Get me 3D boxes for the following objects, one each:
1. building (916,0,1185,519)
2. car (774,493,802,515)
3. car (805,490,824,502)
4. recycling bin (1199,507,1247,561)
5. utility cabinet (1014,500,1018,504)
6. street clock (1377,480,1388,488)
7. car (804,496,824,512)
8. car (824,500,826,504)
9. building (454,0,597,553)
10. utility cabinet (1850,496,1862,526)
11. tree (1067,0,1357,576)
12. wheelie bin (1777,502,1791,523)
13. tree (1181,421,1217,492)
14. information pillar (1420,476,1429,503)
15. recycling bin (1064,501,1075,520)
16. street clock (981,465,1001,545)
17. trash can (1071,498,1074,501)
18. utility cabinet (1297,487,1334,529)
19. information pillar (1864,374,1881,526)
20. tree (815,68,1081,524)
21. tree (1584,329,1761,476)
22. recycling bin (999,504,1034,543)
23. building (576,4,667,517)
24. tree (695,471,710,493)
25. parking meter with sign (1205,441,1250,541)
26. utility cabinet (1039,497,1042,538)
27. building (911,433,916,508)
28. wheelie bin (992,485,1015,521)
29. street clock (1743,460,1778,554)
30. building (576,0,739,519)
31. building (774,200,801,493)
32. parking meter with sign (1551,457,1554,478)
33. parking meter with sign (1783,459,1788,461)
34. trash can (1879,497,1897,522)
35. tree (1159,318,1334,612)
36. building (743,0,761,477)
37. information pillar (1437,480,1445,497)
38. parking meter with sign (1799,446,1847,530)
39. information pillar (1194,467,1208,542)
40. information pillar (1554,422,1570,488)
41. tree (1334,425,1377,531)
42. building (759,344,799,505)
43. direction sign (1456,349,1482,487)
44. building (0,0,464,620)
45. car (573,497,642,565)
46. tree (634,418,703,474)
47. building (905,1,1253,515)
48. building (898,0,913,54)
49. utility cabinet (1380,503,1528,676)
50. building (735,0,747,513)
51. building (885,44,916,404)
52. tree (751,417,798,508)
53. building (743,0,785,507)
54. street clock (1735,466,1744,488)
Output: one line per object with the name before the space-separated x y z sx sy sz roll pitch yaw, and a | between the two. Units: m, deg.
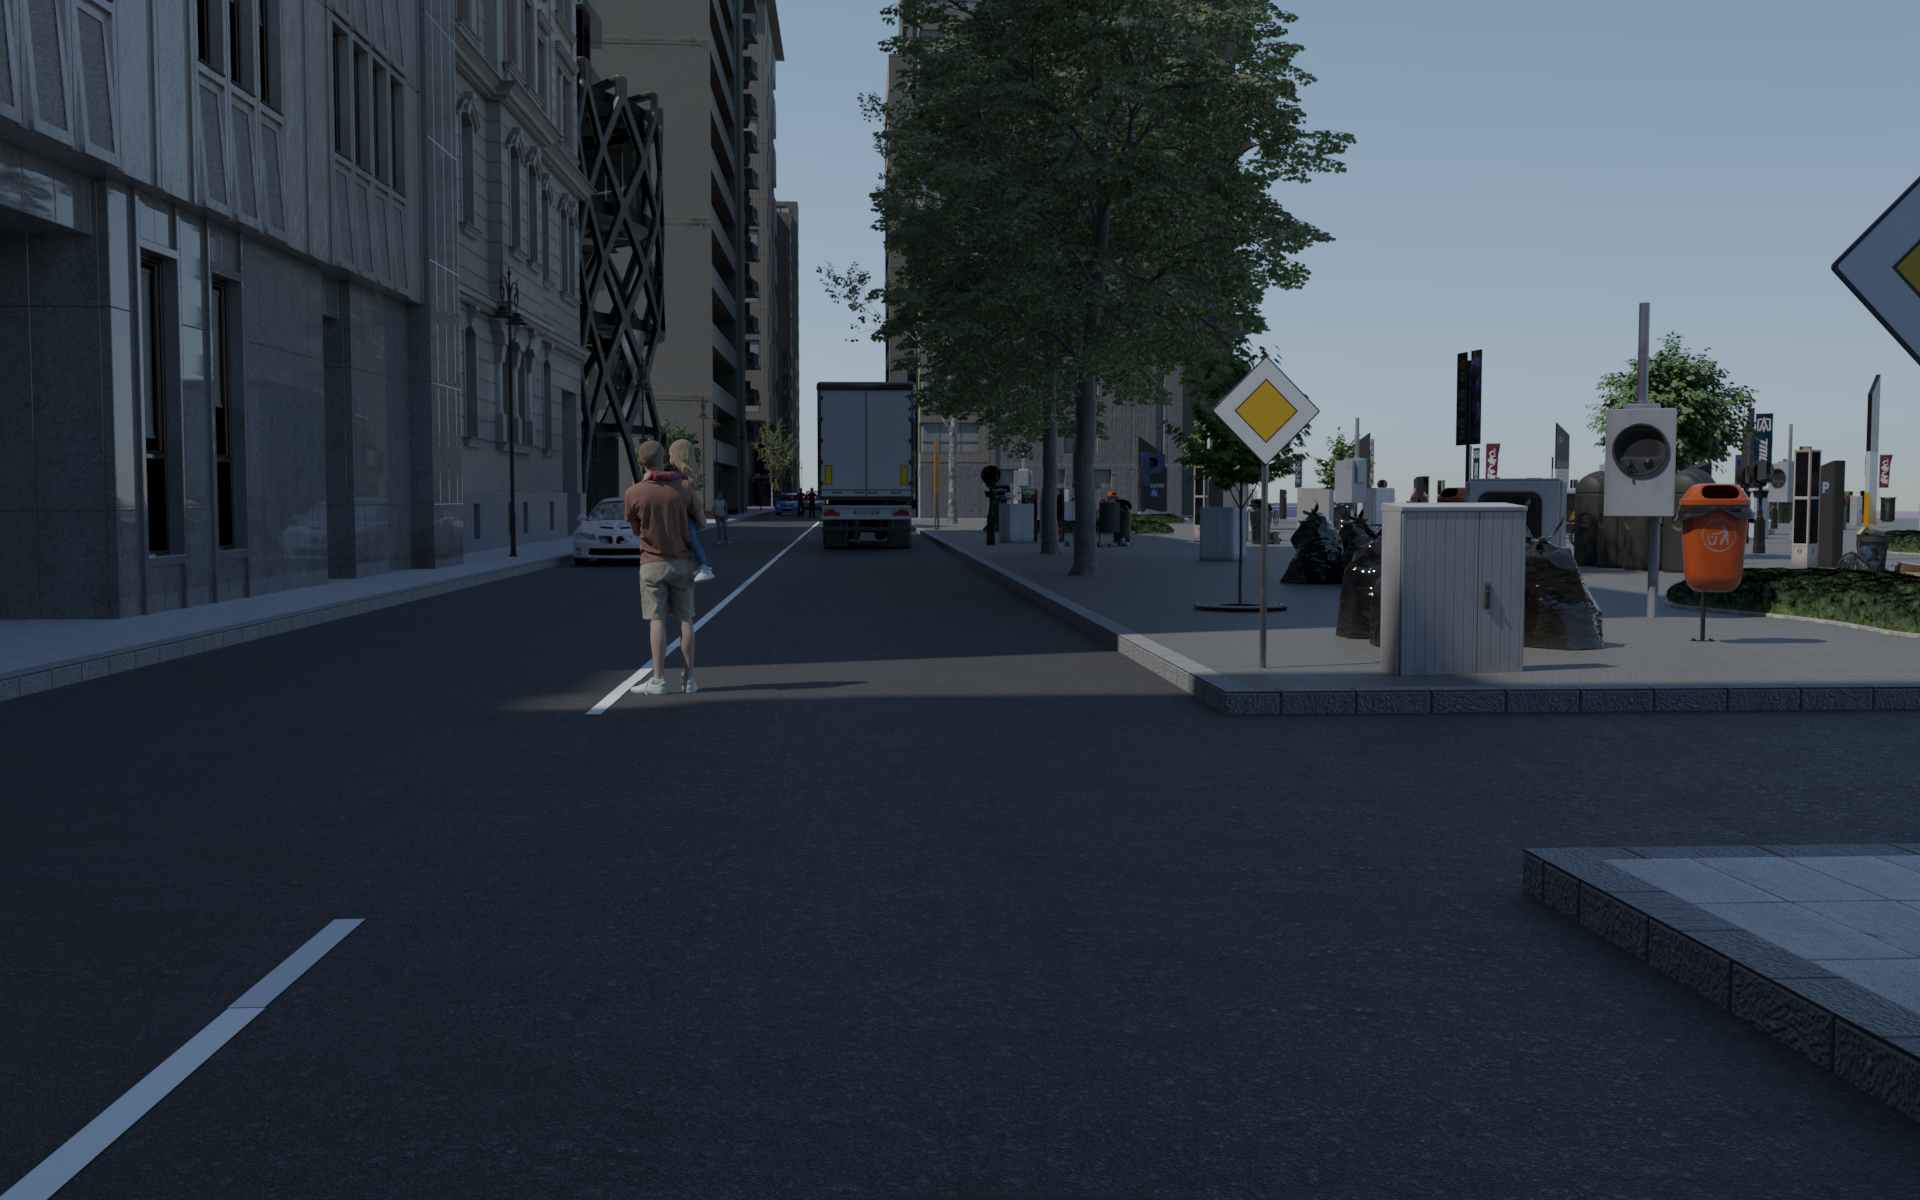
building | 4.487 -25.270 96.752 14.154 41.232 14.086 0 4 -4
car | -11.661 -6.629 117.970 1.945 1.707 3.694 0 4 -2
car | -14.636 -10.067 173.272 2.281 1.827 5.304 0 4 -5
recycling bin | 5.107 -1.288 33.620 0.722 1.027 0.722 2 4 30
utility cabinet | 2.970 -4.547 83.018 0.318 1.500 1.173 2 4 28
street clock | 21.197 -5.040 86.972 0.471 2.002 0.358 -1 4 -18
car | -11.701 -7.672 137.437 2.014 1.417 4.499 0 4 -6
car | -15.031 -10.466 183.127 2.014 1.417 4.499 0 4 -4
building | -17.290 -15.591 42.296 14.401 28.519 23.554 0 4 -4
utility cabinet | 36.734 -3.659 70.992 0.306 1.237 1.020 3 4 36
tree | 2.385 -6.667 27.126 7.486 12.596 7.792 0 3 0
wheelie bin | 36.359 -4.179 76.240 0.980 1.594 0.693 1 4 20
tree | 9.660 -4.823 62.574 4.285 4.588 4.351 0 3 0
information pillar | 18.796 -4.011 70.068 0.304 2.012 0.304 0 4 2
recycling bin | 3.752 -2.920 60.299 0.722 1.027 0.722 -1 4 -13
street clock | 0.773 -2.383 43.526 0.471 2.002 0.358 -1 4 -11
trash can | 4.593 -3.330 66.093 0.748 1.137 0.748 0 3 0
utility cabinet | 11.385 -2.865 55.522 1.173 1.500 0.318 3 5 42
information pillar | 17.777 -2.594 33.760 0.183 3.616 0.504 3 5 44
tree | 0.130 -13.453 75.846 12.611 20.169 13.585 0 3 0
tree | 14.042 -3.106 34.502 4.285 4.588 4.351 0 3 0
recycling bin | 1.487 -2.031 45.758 0.722 1.027 0.722 -1 4 -22
building | -19.354 -11.939 62.650 16.820 18.784 16.811 0 4 -4
tree | -13.227 -5.585 85.913 1.663 3.219 1.824 0 3 0
parking meter with sign | 7.554 -3.118 47.238 1.738 3.016 0.543 1 4 15
utility cabinet | 2.650 -2.405 50.486 0.306 1.237 1.020 2 4 27
building | 5.439 -51.039 147.154 22.319 86.520 31.000 0 4 -4
wheelie bin | 1.455 -3.220 60.554 0.980 1.594 0.693 1 4 18
street clock | 17.234 -2.002 37.298 0.471 2.002 0.358 0 4 -3
building | -23.933 -28.941 96.889 21.300 48.544 21.600 0 4 -4
building | -29.018 -33.712 234.790 14.154 41.232 14.086 0 4 -4
parking meter with sign | 27.005 -5.218 81.574 1.738 3.016 0.543 1 4 17
parking meter with sign | 41.516 -5.457 85.478 0.543 3.016 1.738 -2 4 -26
trash can | 42.807 -4.175 79.910 0.748 1.137 0.748 0 3 0
tree | 2.989 -1.501 19.145 1.663 3.219 1.824 0 3 0
building | -27.396 -29.528 137.414 22.147 44.769 28.867 0 4 -4
information pillar | 24.905 -5.212 89.701 0.304 2.012 0.304 -3 5 -44
parking meter with sign | 31.140 -4.047 62.426 0.543 3.016 1.738 -2 4 -24
information pillar | 6.402 -2.540 46.014 0.304 2.012 0.304 2 4 28
information pillar | 19.712 -4.002 56.780 0.504 3.616 0.183 -1 4 -11
tree | 10.682 -3.321 48.894 1.663 3.219 1.824 0 3 0
building | -34.263 -22.538 213.532 27.650 21.520 28.899 0 4 -4
direction sign | 8.079 -2.175 27.560 0.379 3.537 0.876 0 4 -8
building | -14.484 -12.400 20.765 12.078 24.808 19.932 0 4 -4
car | -6.917 -1.472 36.421 2.083 1.381 4.827 0 4 -3
tree | -12.598 -5.578 74.913 4.285 4.588 4.351 0 3 0
building | 7.474 -28.379 118.619 22.147 44.769 28.867 0 4 -4
building | -0.038 -48.788 235.941 20.563 71.187 20.611 0 4 -4
utility cabinet | 3.551 -0.079 12.458 1.020 1.237 0.306 -1 4 -16
building | -21.784 -26.409 115.378 14.154 41.232 14.086 0 4 -4
building | 2.878 -34.311 184.684 21.300 48.544 21.600 0 4 -4
tree | -17.519 -13.039 163.557 4.737 8.622 4.395 0 3 0
building | -33.237 -36.312 182.934 28.713 52.752 27.495 0 4 -4
street clock | 20.282 -2.459 44.775 0.471 2.002 0.358 -1 4 -22
